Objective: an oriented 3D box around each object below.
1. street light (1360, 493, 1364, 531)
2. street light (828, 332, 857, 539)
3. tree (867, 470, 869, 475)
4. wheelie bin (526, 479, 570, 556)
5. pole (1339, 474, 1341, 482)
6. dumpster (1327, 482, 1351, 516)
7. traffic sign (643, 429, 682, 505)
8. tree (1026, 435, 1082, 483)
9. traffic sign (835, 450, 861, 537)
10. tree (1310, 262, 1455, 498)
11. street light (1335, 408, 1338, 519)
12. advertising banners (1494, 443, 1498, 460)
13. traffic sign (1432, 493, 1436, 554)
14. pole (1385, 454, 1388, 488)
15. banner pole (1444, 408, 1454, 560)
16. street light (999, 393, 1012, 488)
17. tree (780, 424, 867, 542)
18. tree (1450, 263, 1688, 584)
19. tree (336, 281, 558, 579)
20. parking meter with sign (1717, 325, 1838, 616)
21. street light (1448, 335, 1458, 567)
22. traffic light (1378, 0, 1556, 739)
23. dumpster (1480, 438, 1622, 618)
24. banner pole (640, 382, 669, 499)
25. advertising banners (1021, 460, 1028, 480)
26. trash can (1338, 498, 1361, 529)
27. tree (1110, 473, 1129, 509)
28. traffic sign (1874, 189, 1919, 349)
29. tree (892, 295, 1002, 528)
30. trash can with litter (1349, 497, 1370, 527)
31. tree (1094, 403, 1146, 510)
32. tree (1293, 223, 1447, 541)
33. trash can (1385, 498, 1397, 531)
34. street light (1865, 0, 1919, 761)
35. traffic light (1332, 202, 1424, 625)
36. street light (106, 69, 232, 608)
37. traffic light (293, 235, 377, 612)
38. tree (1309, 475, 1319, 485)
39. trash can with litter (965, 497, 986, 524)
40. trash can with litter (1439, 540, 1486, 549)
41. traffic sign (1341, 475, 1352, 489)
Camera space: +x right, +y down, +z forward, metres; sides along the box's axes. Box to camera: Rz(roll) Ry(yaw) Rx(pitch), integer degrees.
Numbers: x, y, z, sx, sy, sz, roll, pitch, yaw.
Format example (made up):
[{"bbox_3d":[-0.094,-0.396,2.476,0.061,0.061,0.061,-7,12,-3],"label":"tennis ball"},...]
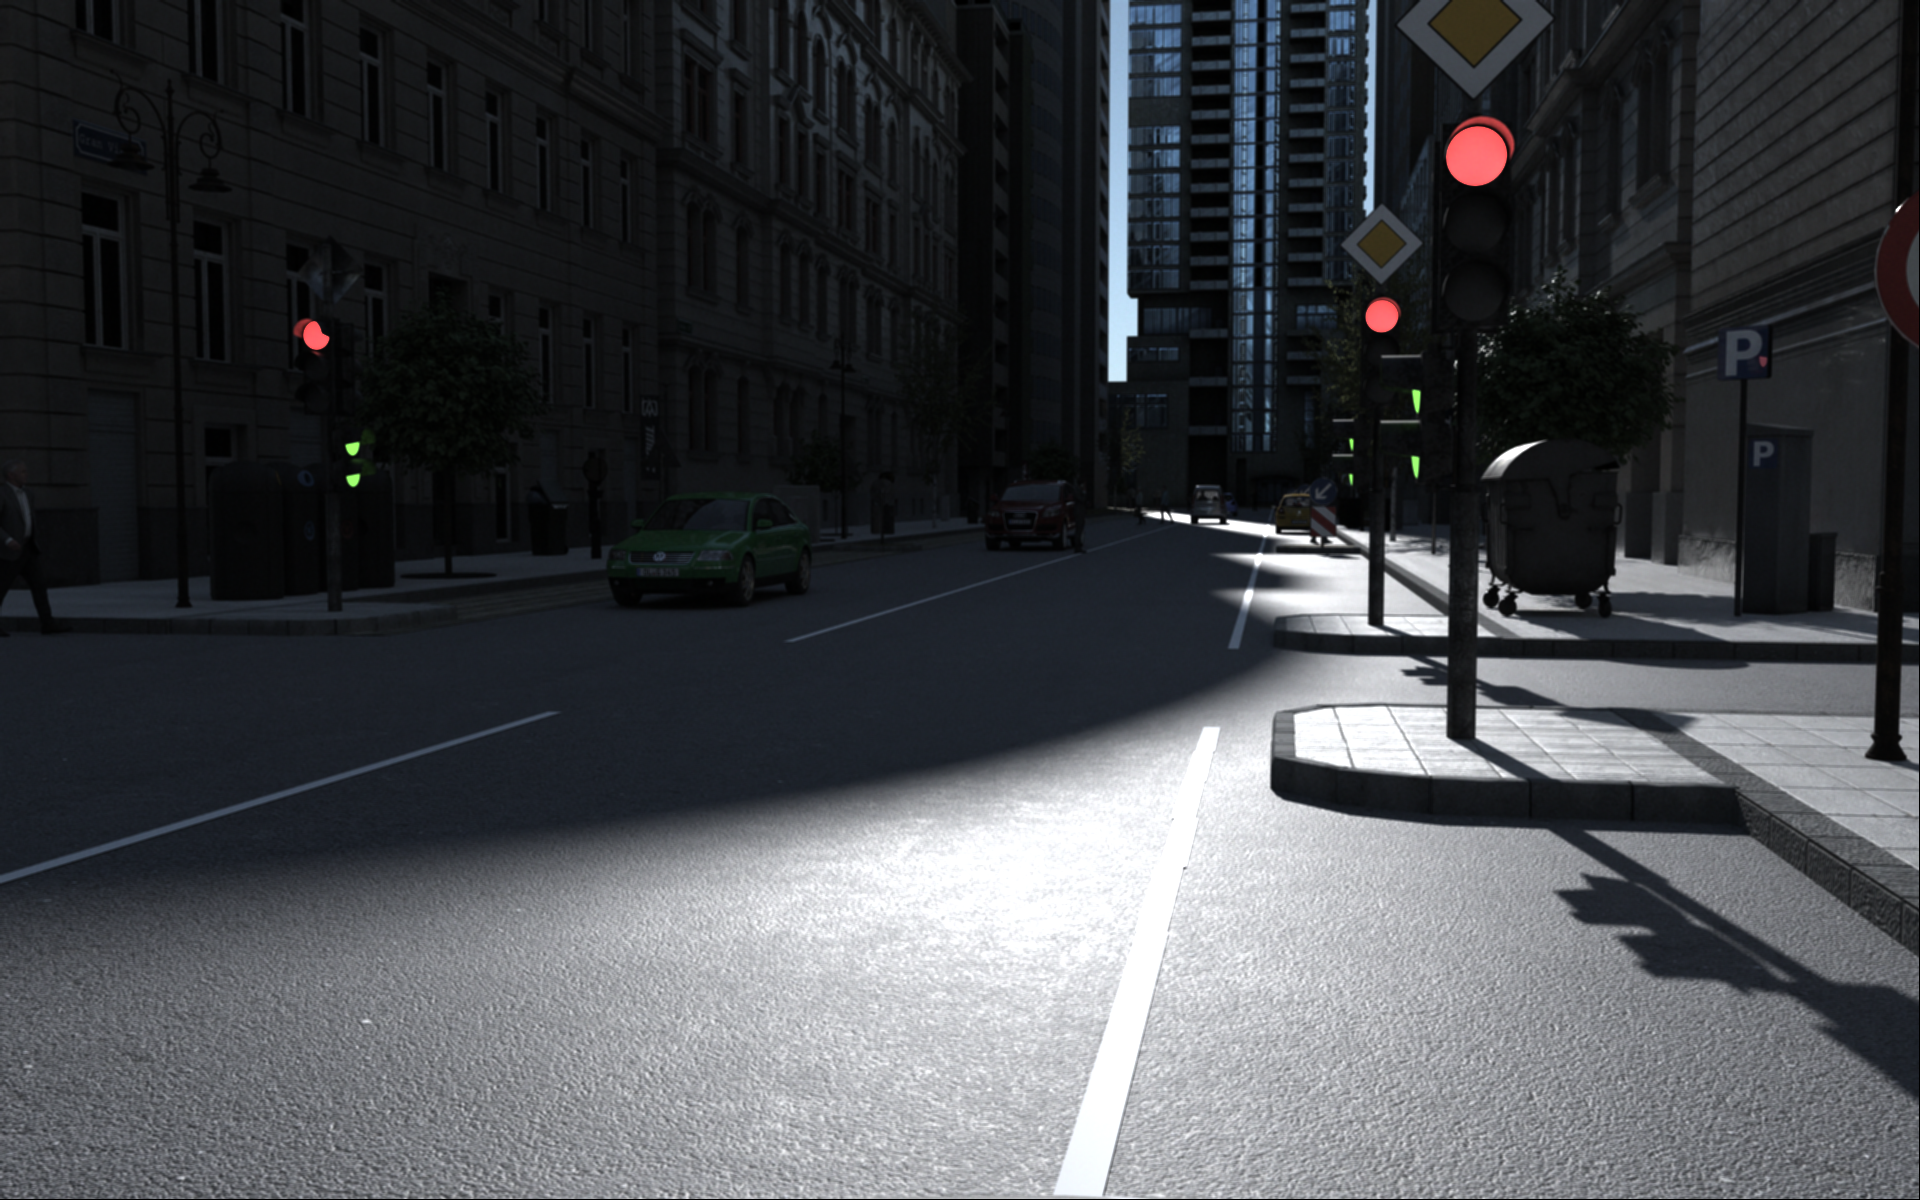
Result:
[{"bbox_3d":[13.922,-5.322,59.800,0.468,5.910,1.993,1,4,10],"label":"street light"},{"bbox_3d":[-3.340,-4.690,49.477,0.468,5.910,1.993,1,4,10],"label":"street light"},{"bbox_3d":[-3.848,-3.600,53.469,1.663,3.219,1.824,0,3,0],"label":"tree"},{"bbox_3d":[-8.658,-1.735,36.273,0.693,1.594,0.980,2,4,25],"label":"wheelie bin"},{"bbox_3d":[19.897,-5.904,90.379,0.158,3.312,0.155,0,3,0],"label":"pole"},{"bbox_3d":[18.480,-4.832,84.757,1.264,1.857,1.865,1,4,10],"label":"dumpster"},{"bbox_3d":[-5.983,-2.125,34.754,0.884,2.594,0.081,1,4,20],"label":"traffic sign"},{"bbox_3d":[5.003,-6.833,95.439,4.285,4.588,4.351,0,3,0],"label":"tree"},{"bbox_3d":[-3.359,-3.139,51.330,0.884,2.594,0.081,1,4,14],"label":"traffic sign"},{"bbox_3d":[13.281,-6.387,54.788,4.360,8.622,3.978,0,3,0],"label":"tree"},{"bbox_3d":[19.400,-7.124,89.272,0.468,5.910,1.993,1,4,10],"label":"street light"},{"bbox_3d":[11.914,-2.565,38.124,0.090,3.025,2.074,1,4,9],"label":"advertising banners"},{"bbox_3d":[10.110,-2.250,36.901,0.768,2.556,0.104,1,4,11],"label":"traffic sign"},{"bbox_3d":[20.798,-5.545,84.510,0.158,3.312,0.155,0,3,0],"label":"pole"},{"bbox_3d":[9.615,-2.679,33.818,0.401,3.779,0.863,-2,4,-34],"label":"banner pole"},{"bbox_3d":[2.107,-6.500,79.068,0.468,5.910,1.993,1,4,10],"label":"street light"},{"bbox_3d":[-3.830,-3.210,47.088,1.663,3.219,1.824,0,3,0],"label":"tree"},{"bbox_3d":[8.562,-2.517,24.860,4.285,4.588,4.351,0,3,0],"label":"tree"},{"bbox_3d":[-7.855,-2.631,26.735,4.285,4.588,4.351,0,3,0],"label":"tree"},{"bbox_3d":[8.820,-1.366,18.600,1.738,3.016,0.543,-3,4,-38],"label":"parking meter with sign"},{"bbox_3d":[8.679,-3.517,30.286,0.468,5.910,1.993,1,4,10],"label":"street light"},{"bbox_3d":[2.622,-1.229,9.013,0.839,4.253,0.868,1,4,10],"label":"traffic light"},{"bbox_3d":[6.374,-0.793,18.724,1.264,1.857,1.865,1,4,10],"label":"dumpster"},{"bbox_3d":[-6.745,-2.970,38.577,0.863,3.779,0.401,-2,4,-32],"label":"banner pole"},{"bbox_3d":[3.896,-5.717,89.659,2.074,3.025,0.090,-3,5,-40],"label":"advertising banners"},{"bbox_3d":[14.635,-3.230,64.462,0.748,1.137,0.748,0,3,0],"label":"trash can"},{"bbox_3d":[13.549,-9.195,144.938,1.663,3.219,1.824,0,3,0],"label":"tree"},{"bbox_3d":[3.990,-0.411,6.820,0.768,2.556,0.104,1,4,18],"label":"traffic sign"},{"bbox_3d":[-0.759,-7.020,65.133,4.737,8.622,4.395,0,3,0],"label":"tree"},{"bbox_3d":[15.782,-3.489,68.440,1.055,1.170,0.624,1,4,14],"label":"trash can with litter"},{"bbox_3d":[12.664,-11.574,139.596,4.360,8.622,3.978,0,3,0],"label":"tree"},{"bbox_3d":[11.707,-5.927,47.270,4.737,8.622,4.395,0,3,0],"label":"tree"},{"bbox_3d":[14.727,-2.956,59.976,0.748,1.137,0.748,0,3,0],"label":"trash can"},{"bbox_3d":[4.493,-2.167,8.226,0.468,5.910,1.993,1,4,10],"label":"street light"},{"bbox_3d":[4.059,-1.709,16.868,0.839,4.253,0.868,1,4,10],"label":"traffic light"},{"bbox_3d":[-8.795,-2.854,19.444,0.468,5.910,1.993,1,4,10],"label":"street light"},{"bbox_3d":[-6.825,-1.830,18.836,0.839,4.253,0.868,1,4,10],"label":"traffic light"},{"bbox_3d":[32.247,-10.015,158.354,1.663,3.219,1.824,0,3,0],"label":"tree"},{"bbox_3d":[0.777,-3.875,74.751,1.055,1.170,0.624,-1,4,-10],"label":"trash can with litter"},{"bbox_3d":[12.261,-1.839,41.120,1.678,1.210,2.233,1,4,16],"label":"trash can with litter"},{"bbox_3d":[20.027,-5.353,89.653,0.606,2.300,0.079,1,4,11],"label":"traffic sign"}]
